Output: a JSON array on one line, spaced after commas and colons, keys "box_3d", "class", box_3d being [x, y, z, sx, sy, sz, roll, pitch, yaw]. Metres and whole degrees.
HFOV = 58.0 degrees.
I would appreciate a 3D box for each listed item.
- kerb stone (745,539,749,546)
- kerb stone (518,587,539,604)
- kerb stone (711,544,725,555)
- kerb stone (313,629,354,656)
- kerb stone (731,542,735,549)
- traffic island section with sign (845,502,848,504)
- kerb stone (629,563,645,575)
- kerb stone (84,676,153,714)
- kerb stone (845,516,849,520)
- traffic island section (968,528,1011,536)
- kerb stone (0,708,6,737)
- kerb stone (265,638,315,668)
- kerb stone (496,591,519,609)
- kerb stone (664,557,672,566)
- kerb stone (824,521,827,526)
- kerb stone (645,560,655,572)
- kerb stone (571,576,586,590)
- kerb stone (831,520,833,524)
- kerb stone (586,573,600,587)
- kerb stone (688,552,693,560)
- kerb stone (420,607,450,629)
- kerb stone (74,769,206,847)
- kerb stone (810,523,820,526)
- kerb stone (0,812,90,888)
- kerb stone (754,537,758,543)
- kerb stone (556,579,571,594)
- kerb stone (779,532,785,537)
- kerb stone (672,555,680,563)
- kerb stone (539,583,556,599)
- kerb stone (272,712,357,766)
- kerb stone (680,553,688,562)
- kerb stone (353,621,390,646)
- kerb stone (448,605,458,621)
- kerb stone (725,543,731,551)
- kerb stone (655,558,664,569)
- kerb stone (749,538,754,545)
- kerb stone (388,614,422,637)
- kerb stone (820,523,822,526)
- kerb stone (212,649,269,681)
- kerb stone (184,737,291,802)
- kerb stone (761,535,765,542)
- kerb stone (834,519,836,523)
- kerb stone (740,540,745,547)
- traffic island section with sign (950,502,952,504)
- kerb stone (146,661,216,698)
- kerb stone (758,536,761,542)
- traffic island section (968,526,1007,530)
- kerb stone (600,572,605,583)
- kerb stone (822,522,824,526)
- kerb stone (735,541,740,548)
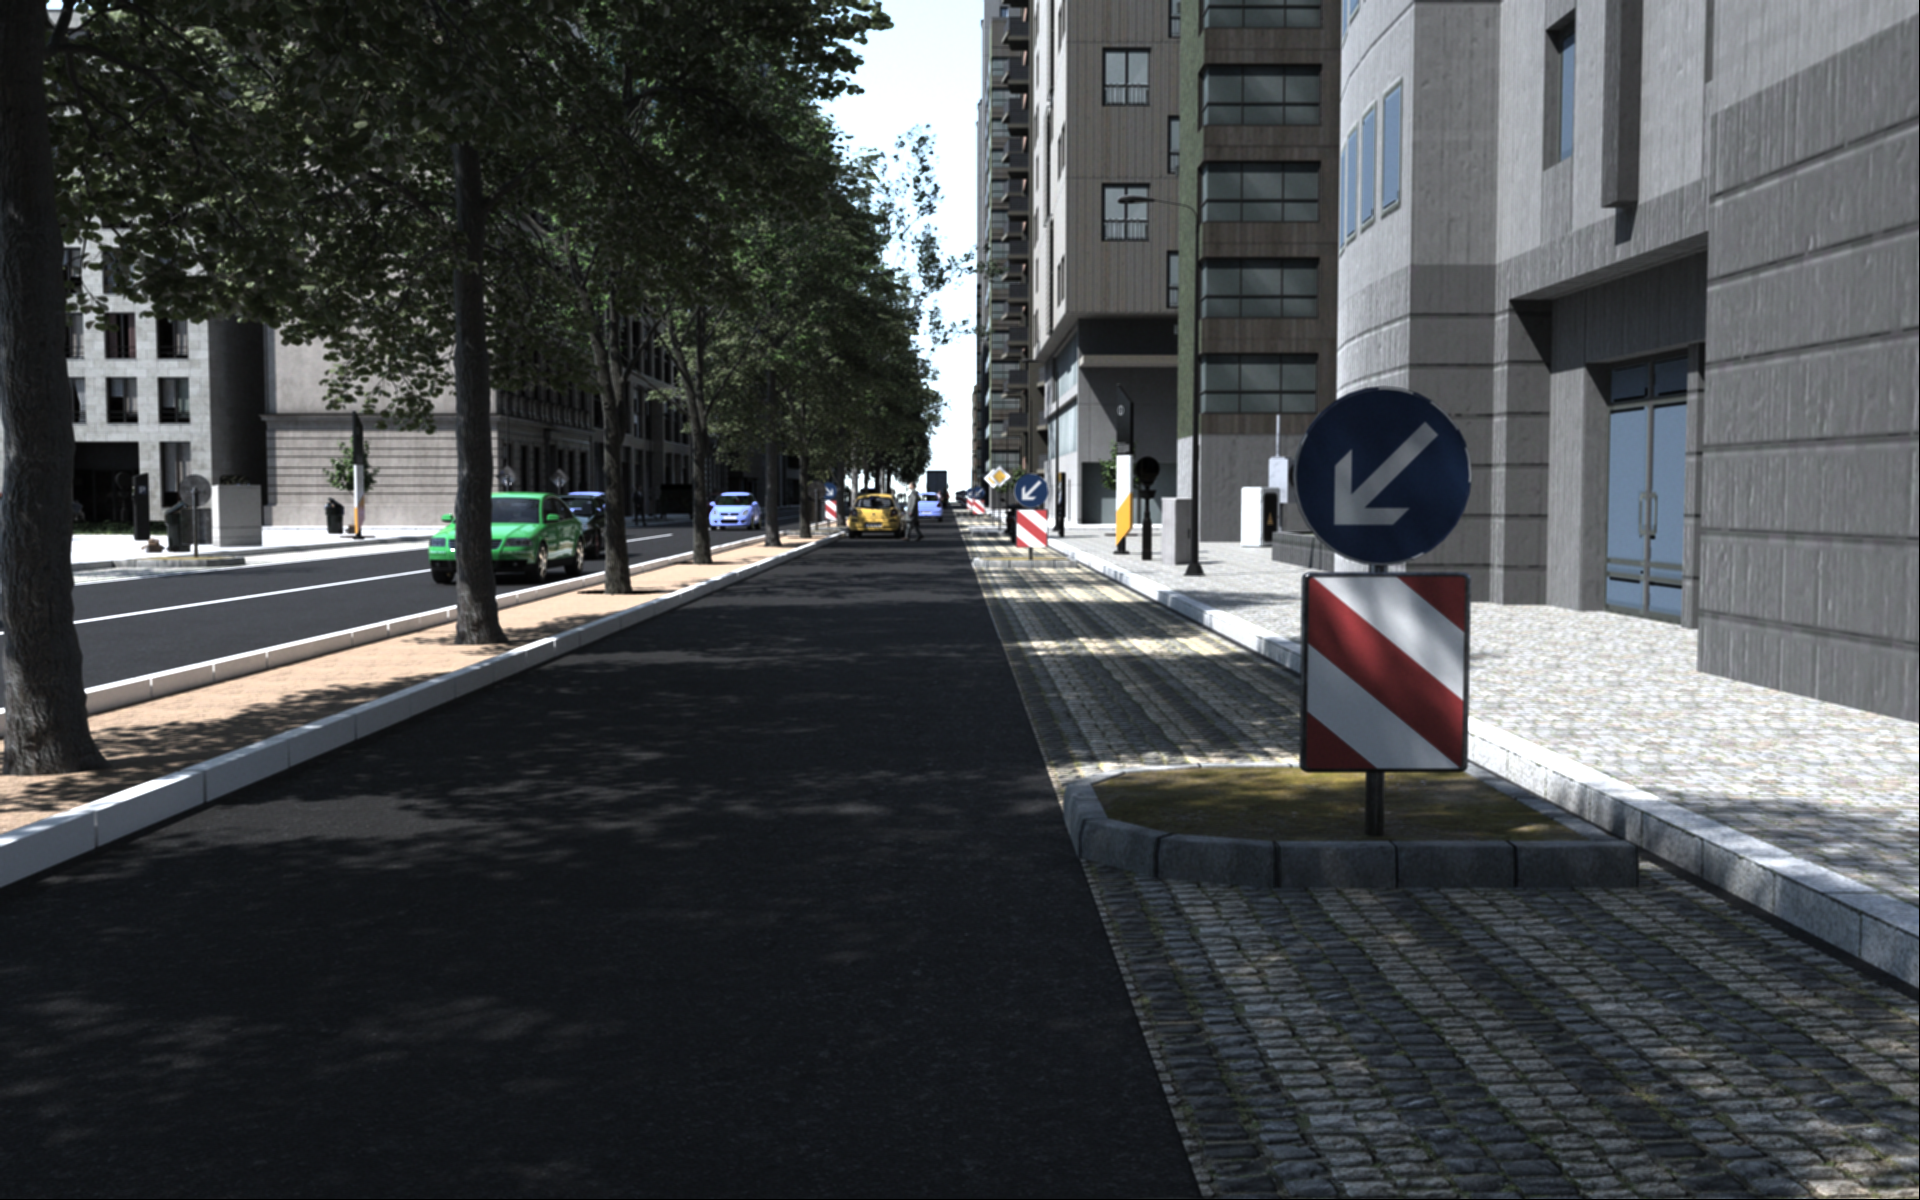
[{"box_3d": [-5.967, -1.545, 47.456, 0.120, 0.150, 1.000, 0, 4, 0], "class": "kerb stone"}, {"box_3d": [-5.776, -0.041, 22.865, 0.120, 0.150, 1.000, 0, 4, 0], "class": "kerb stone"}, {"box_3d": [-5.929, -1.231, 42.324, 0.120, 0.150, 1.000, 0, 4, 0], "class": "kerb stone"}, {"box_3d": [-5.729, 0.402, 15.654, 0.120, 0.150, 1.000, 0, 4, 0], "class": "kerb stone"}, {"box_3d": [-5.941, -1.356, 44.371, 0.120, 0.150, 1.000, 0, 4, 0], "class": "kerb stone"}, {"box_3d": [-17.236, -16.410, 276.937, 1.989, 1.847, 2.006, 0, 4, 0], "class": "traffic island section with sign"}, {"box_3d": [-5.841, -0.538, 31.062, 0.120, 0.150, 1.000, 0, 4, 0], "class": "kerb stone"}, {"box_3d": [-5.693, 0.651, 11.558, 0.120, 0.150, 1.000, 0, 4, 0], "class": "kerb stone"}, {"box_3d": [-6.339, -4.714, 99.267, 0.120, 0.150, 1.000, 0, 4, 0], "class": "kerb stone"}, {"box_3d": [1.390, -2.298, 59.850, 2.009, 0.180, 2.903, 0, 4, 0], "class": "traffic island section"}, {"box_3d": [-5.681, 0.716, 10.525, 0.120, 0.150, 1.000, 0, 4, 0], "class": "kerb stone"}, {"box_3d": [-5.713, 0.463, 14.632, 0.120, 0.150, 1.000, 0, 4, 0], "class": "kerb stone"}, {"box_3d": [-5.773, 0.022, 21.839, 0.120, 0.150, 1.000, 0, 4, 0], "class": "kerb stone"}, {"box_3d": [-5.868, -0.730, 34.128, 0.120, 0.150, 1.000, 0, 4, 0], "class": "kerb stone"}, {"box_3d": [-6.185, -3.397, 77.729, 0.120, 0.150, 1.000, 0, 4, 0], "class": "kerb stone"}, {"box_3d": [-5.840, -0.605, 32.084, 0.120, 0.150, 1.000, 0, 4, 0], "class": "kerb stone"}, {"box_3d": [-5.805, -0.229, 25.933, 0.120, 0.150, 1.000, 0, 4, 0], "class": "kerb stone"}, {"box_3d": [-6.214, -3.642, 81.848, 0.120, 0.150, 1.000, 0, 4, 0], "class": "kerb stone"}, {"box_3d": [-5.805, -0.291, 26.955, 0.120, 0.150, 1.000, 0, 4, 0], "class": "kerb stone"}, {"box_3d": [-5.882, -0.918, 37.197, 0.120, 0.150, 1.000, 0, 4, 0], "class": "kerb stone"}, {"box_3d": [-5.751, 0.215, 18.741, 0.120, 0.150, 1.000, 0, 4, 0], "class": "kerb stone"}, {"box_3d": [-3.565, 0.900, 7.530, 0.120, 0.150, 1.000, 0, 4, 0], "class": "kerb stone"}, {"box_3d": [-6.157, -3.145, 73.624, 0.120, 0.150, 1.000, 0, 4, 0], "class": "kerb stone"}, {"box_3d": [-3.555, 0.960, 6.501, 0.120, 0.150, 1.000, 0, 4, 0], "class": "kerb stone"}, {"box_3d": [-5.976, -1.671, 49.510, 0.120, 0.150, 1.000, 0, 4, 0], "class": "kerb stone"}, {"box_3d": [-5.798, -0.166, 24.911, 0.120, 0.150, 1.000, 0, 4, 0], "class": "kerb stone"}, {"box_3d": [-6.045, -2.236, 58.752, 0.120, 0.150, 1.000, 0, 4, 0], "class": "kerb stone"}, {"box_3d": [-5.865, -0.789, 35.151, 0.120, 0.150, 1.000, 0, 4, 0], "class": "kerb stone"}, {"box_3d": [-5.783, -0.104, 23.888, 0.120, 0.150, 1.000, 0, 4, 0], "class": "kerb stone"}, {"box_3d": [-3.580, 0.772, 9.580, 0.120, 0.150, 1.000, 0, 4, 0], "class": "kerb stone"}, {"box_3d": [-5.874, -0.855, 36.175, 0.120, 0.150, 1.000, 0, 4, 0], "class": "kerb stone"}, {"box_3d": [-5.736, 0.340, 16.677, 0.120, 0.150, 1.000, 0, 4, 0], "class": "kerb stone"}, {"box_3d": [-5.754, 0.149, 19.780, 0.120, 0.150, 1.000, 0, 4, 0], "class": "kerb stone"}, {"box_3d": [-5.928, -1.286, 43.349, 0.120, 0.150, 1.000, 0, 4, 0], "class": "kerb stone"}, {"box_3d": [-5.853, -0.667, 33.106, 0.120, 0.150, 1.000, 0, 4, 0], "class": "kerb stone"}, {"box_3d": [-5.967, -1.608, 48.483, 0.120, 0.150, 1.000, 0, 4, 0], "class": "kerb stone"}, {"box_3d": [-5.734, 0.275, 17.705, 0.120, 0.150, 1.000, 0, 4, 0], "class": "kerb stone"}, {"box_3d": [-6.164, -3.208, 74.649, 0.120, 0.150, 1.000, 0, 4, 0], "class": "kerb stone"}, {"box_3d": [-5.707, 0.525, 13.610, 0.120, 0.150, 1.000, 0, 4, 0], "class": "kerb stone"}, {"box_3d": [-3.568, 0.834, 8.552, 0.120, 0.150, 1.000, 0, 4, 0], "class": "kerb stone"}, {"box_3d": [-5.991, -1.793, 51.569, 0.120, 0.150, 1.000, 0, 4, 0], "class": "kerb stone"}, {"box_3d": [-6.228, -3.767, 83.900, 0.120, 0.150, 1.000, 0, 4, 0], "class": "kerb stone"}, {"box_3d": [-5.953, -1.480, 46.429, 0.120, 0.150, 1.000, 0, 4, 0], "class": "kerb stone"}, {"box_3d": [0.251, -9.726, 167.643, 1.989, 1.847, 2.006, 0, 4, 0], "class": "traffic island section with sign"}, {"box_3d": [-5.699, 0.588, 12.582, 0.120, 0.150, 1.000, 0, 4, 0], "class": "kerb stone"}, {"box_3d": [-5.988, -1.734, 50.542, 0.120, 0.150, 1.000, 0, 4, 0], "class": "kerb stone"}, {"box_3d": [1.330, -2.786, 67.835, 2.009, 0.180, 2.903, 0, 4, 0], "class": "traffic island section"}, {"box_3d": [-5.817, -0.354, 27.983, 0.120, 0.150, 1.000, 0, 4, 0], "class": "kerb stone"}, {"box_3d": [-6.168, -3.271, 75.671, 0.120, 0.150, 1.000, 0, 4, 0], "class": "kerb stone"}, {"box_3d": [-5.945, -1.417, 45.407, 0.120, 0.150, 1.000, 0, 4, 0], "class": "kerb stone"}]
